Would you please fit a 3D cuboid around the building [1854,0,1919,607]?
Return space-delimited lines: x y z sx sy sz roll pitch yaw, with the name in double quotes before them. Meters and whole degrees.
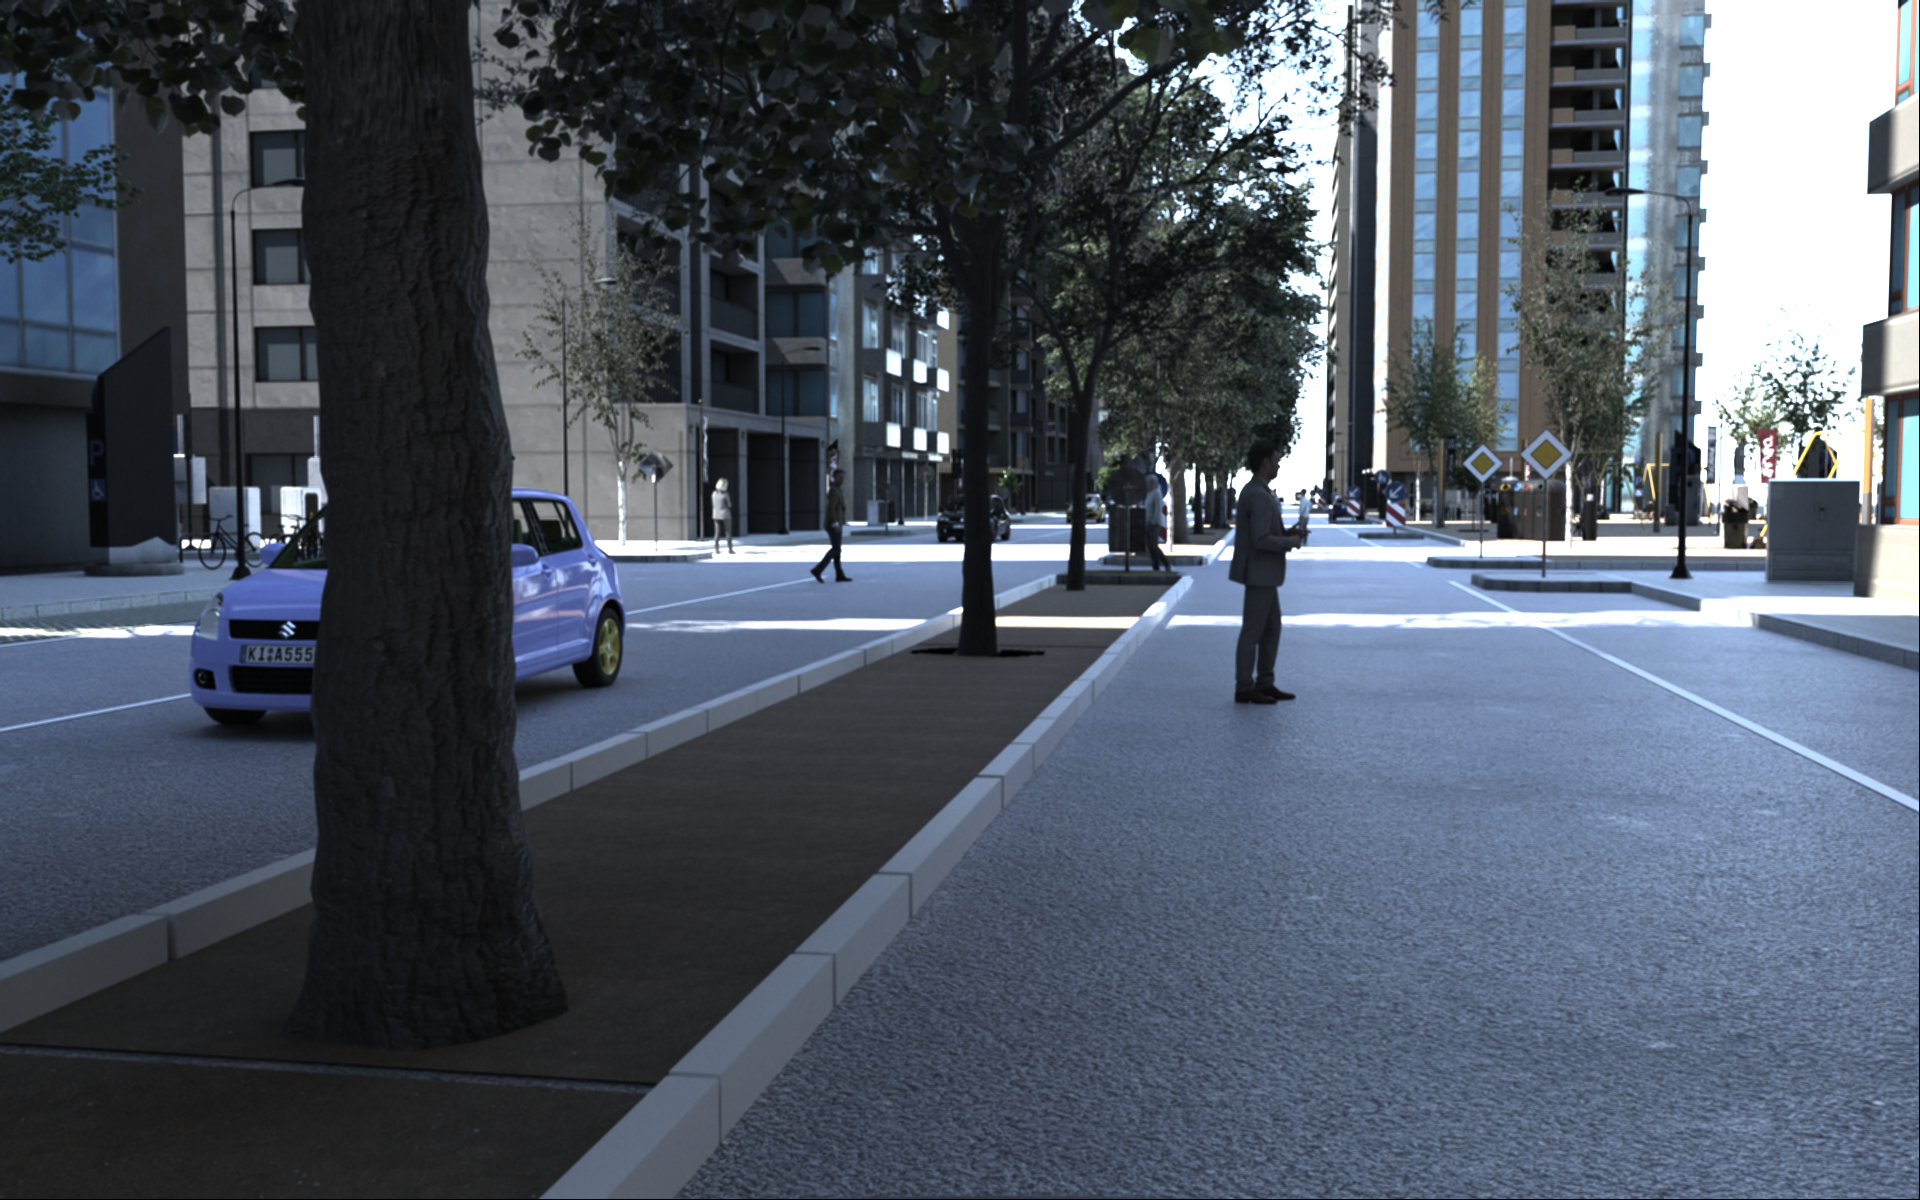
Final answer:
"building" 22.382 -9.761 4.631 27.650 21.520 28.899 1 4 10

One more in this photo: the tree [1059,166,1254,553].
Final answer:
"tree" 4.170 -5.149 36.998 4.360 8.622 3.978 0 3 0

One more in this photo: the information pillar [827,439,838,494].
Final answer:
"information pillar" -5.368 -5.006 73.210 0.504 3.616 0.183 1 4 15

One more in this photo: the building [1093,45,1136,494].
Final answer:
"building" 6.766 -38.014 210.762 28.713 52.752 27.495 1 4 10

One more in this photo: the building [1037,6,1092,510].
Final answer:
"building" 0.971 -43.586 150.891 20.563 71.187 20.611 1 4 10

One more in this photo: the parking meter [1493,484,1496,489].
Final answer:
"parking meter" 32.361 -6.084 105.179 0.255 1.863 0.399 2 4 25

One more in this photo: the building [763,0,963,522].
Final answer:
"building" -13.011 -28.809 90.641 23.786 49.044 30.456 1 4 10

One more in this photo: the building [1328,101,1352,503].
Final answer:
"building" 54.613 -35.439 203.128 21.300 48.544 21.600 1 4 10

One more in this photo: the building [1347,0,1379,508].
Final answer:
"building" 48.005 -38.115 165.181 21.231 58.520 28.212 1 4 10

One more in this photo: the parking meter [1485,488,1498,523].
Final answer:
"parking meter" 25.666 -4.624 84.021 0.372 1.533 0.369 0 3 0

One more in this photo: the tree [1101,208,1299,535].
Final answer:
"tree" 8.360 -8.127 61.087 9.928 11.665 9.643 0 3 0

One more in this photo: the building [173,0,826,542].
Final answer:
"building" -15.588 -37.809 56.427 20.563 71.187 20.611 1 4 10

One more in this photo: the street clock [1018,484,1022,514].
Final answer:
"street clock" 3.921 -6.593 112.358 0.358 2.002 0.471 0 4 -5

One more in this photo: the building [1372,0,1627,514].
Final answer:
"building" 35.167 -28.426 114.882 14.600 45.320 14.200 1 4 10

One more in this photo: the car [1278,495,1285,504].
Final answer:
"car" 48.384 -15.301 262.749 1.945 1.354 3.894 1 4 10

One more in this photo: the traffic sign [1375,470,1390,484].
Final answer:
"traffic sign" 22.222 -5.572 91.207 0.768 2.556 0.104 1 4 16

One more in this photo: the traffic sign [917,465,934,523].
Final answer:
"traffic sign" -1.499 -4.629 75.796 0.768 2.556 0.104 1 4 13

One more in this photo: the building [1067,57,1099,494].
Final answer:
"building" 6.003 -31.702 168.433 14.600 45.320 14.200 1 4 10

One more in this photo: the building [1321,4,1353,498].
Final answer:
"building" 63.751 -49.754 251.721 20.563 71.187 20.611 1 4 10

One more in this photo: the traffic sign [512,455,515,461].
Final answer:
"traffic sign" -7.985 -1.591 29.653 0.795 2.450 0.064 1 4 10

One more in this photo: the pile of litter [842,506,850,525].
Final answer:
"pile of litter" -5.191 -3.554 72.067 1.176 0.858 1.719 -1 4 -15

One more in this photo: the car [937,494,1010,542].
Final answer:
"car" 0.440 -2.628 52.761 2.009 1.686 4.222 1 4 11

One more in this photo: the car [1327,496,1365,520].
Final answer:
"car" 20.399 -4.823 91.431 1.945 1.354 3.894 1 4 9

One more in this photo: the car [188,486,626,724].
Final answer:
"car" -3.627 -0.133 11.769 1.945 1.707 3.694 1 4 9

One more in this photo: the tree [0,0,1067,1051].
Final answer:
"tree" -1.444 -5.817 4.222 9.857 13.997 8.962 0 3 0

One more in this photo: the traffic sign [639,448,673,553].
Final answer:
"traffic sign" -6.585 -2.072 37.515 0.795 2.450 0.064 1 4 10

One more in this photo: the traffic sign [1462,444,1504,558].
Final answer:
"traffic sign" 10.390 -1.886 34.482 0.795 2.450 0.064 1 4 10

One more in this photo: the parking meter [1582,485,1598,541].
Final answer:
"parking meter" 17.370 -2.405 47.740 0.372 1.533 0.369 0 3 0

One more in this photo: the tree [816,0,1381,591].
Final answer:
"tree" 1.631 -5.391 25.007 8.767 10.594 7.601 1 4 10

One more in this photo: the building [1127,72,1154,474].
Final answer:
"building" 15.066 -42.570 238.024 21.231 58.520 28.212 1 4 10

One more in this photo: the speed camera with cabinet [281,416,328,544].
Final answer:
"speed camera with cabinet" -16.188 -2.991 43.237 0.660 3.252 2.038 0 4 7

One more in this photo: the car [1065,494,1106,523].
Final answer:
"car" 6.309 -4.669 86.568 2.015 1.641 3.980 1 4 10

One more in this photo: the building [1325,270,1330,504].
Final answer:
"building" 53.967 -27.535 221.895 14.160 30.474 14.107 1 4 10

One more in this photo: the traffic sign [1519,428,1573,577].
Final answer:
"traffic sign" 8.989 -1.405 26.620 0.795 2.450 0.064 1 4 10

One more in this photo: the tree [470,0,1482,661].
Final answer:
"tree" 0.152 -6.258 15.138 12.009 13.543 11.850 0 3 0

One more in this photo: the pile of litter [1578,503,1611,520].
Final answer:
"pile of litter" 31.067 -4.329 84.742 1.719 0.858 1.176 0 4 5

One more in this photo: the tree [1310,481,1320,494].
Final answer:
"tree" 49.065 -14.952 239.065 1.663 3.219 1.824 0 3 0

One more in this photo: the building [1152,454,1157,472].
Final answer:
"building" 22.129 -37.231 258.833 14.600 45.320 14.200 1 4 10

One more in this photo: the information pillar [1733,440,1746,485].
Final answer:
"information pillar" 33.675 -5.107 74.848 0.504 3.616 0.183 -1 4 -8

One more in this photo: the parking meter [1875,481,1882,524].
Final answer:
"parking meter" 17.785 -1.519 33.254 0.372 1.533 0.369 0 3 0

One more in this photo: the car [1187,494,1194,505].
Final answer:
"car" 31.639 -13.681 233.477 2.009 1.686 4.222 1 4 10

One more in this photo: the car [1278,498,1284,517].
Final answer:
"car" 18.282 -5.577 103.183 2.014 1.417 4.499 1 4 9

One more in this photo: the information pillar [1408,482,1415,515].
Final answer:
"information pillar" 27.099 -6.083 103.947 0.304 2.012 0.304 0 4 7

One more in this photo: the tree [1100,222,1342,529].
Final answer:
"tree" 10.706 -9.267 70.980 9.611 12.733 9.660 0 3 0

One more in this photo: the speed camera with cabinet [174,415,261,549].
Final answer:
"speed camera with cabinet" -17.506 -2.831 40.618 2.038 3.252 0.660 1 4 9

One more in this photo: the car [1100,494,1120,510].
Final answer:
"car" 11.989 -8.018 140.885 2.009 1.686 4.222 1 4 10

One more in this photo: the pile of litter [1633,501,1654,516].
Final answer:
"pile of litter" 40.828 -5.424 102.642 1.176 0.858 1.719 -3 5 -43

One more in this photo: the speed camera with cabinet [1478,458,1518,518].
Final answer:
"speed camera with cabinet" 29.305 -6.120 94.397 0.660 3.252 2.038 -3 5 -45

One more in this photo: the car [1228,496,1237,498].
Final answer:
"car" 32.433 -12.170 208.569 1.945 1.707 3.694 1 4 12

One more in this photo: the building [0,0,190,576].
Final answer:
"building" -21.987 -22.883 24.251 14.200 45.320 14.600 1 4 10

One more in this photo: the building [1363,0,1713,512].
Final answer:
"building" 44.498 -31.568 135.748 23.786 49.044 30.456 1 4 10

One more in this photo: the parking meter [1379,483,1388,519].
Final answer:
"parking meter" 21.643 -5.071 88.619 0.399 1.863 0.255 0 4 -3

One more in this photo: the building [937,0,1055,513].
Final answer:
"building" -4.907 -28.932 127.660 22.147 44.769 28.867 1 4 10

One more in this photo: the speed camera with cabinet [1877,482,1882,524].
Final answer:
"speed camera with cabinet" 13.217 -1.764 23.175 0.660 3.252 2.038 -1 4 -9

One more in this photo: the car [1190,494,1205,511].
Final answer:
"car" 20.257 -8.312 144.703 1.959 1.807 4.718 1 4 10
